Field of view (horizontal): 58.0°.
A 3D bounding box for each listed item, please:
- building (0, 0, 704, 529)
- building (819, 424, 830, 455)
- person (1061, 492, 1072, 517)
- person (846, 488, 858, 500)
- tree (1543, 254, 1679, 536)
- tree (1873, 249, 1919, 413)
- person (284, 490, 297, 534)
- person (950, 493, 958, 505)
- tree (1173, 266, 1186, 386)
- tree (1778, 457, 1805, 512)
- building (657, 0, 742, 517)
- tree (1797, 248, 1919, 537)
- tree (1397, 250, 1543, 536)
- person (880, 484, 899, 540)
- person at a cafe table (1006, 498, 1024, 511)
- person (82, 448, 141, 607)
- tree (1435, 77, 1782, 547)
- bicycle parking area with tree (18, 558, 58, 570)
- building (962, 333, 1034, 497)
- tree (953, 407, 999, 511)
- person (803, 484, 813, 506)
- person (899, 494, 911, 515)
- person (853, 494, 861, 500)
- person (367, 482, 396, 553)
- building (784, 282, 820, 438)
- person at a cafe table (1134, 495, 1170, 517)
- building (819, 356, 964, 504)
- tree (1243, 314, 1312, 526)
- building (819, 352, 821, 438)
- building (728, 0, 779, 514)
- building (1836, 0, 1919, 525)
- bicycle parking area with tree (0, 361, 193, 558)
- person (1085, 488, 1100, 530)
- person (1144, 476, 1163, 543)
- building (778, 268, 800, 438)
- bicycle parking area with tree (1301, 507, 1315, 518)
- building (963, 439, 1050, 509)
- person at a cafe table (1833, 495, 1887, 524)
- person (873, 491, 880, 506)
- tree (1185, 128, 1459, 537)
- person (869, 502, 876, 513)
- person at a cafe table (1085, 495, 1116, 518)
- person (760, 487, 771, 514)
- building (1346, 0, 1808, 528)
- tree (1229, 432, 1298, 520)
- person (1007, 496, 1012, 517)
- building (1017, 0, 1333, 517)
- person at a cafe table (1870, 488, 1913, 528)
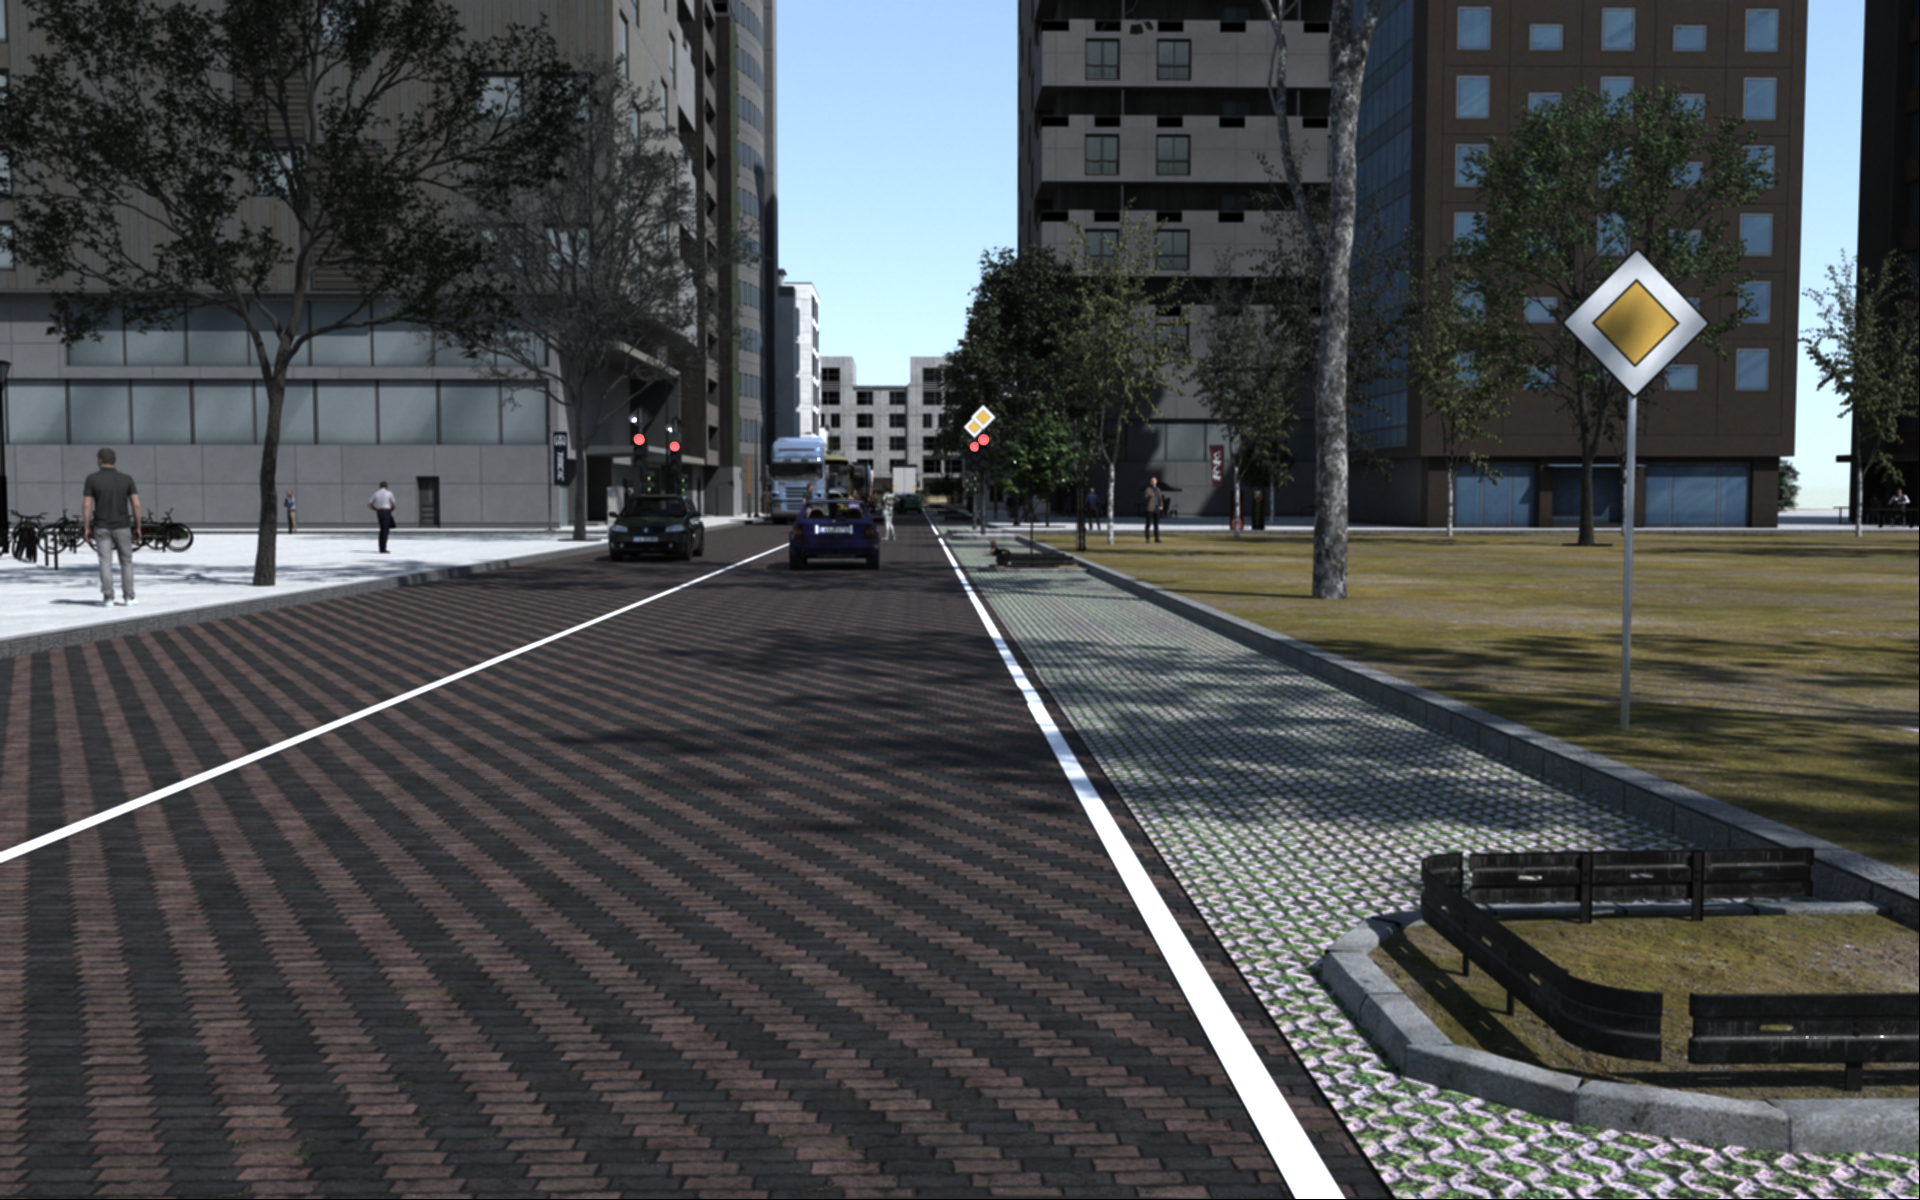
[{"bbox_3d":[-26.274,-29.692,74.705,28.713,52.752,27.495,0,4,-2],"label":"building"},{"bbox_3d":[-29.934,-16.265,208.083,28.070,9.664,9.099,0,4,-2],"label":"building"},{"bbox_3d":[5.875,-5.308,96.070,0.776,1.435,0.726,1,4,21],"label":"person"},{"bbox_3d":[-3.880,-3.243,62.977,0.517,1.644,0.566,3,5,45],"label":"person"},{"bbox_3d":[19.995,-6.245,52.474,4.360,8.622,3.978,0,3,0],"label":"tree"},{"bbox_3d":[24.531,-5.579,41.580,4.360,8.622,3.978,0,3,0],"label":"tree"},{"bbox_3d":[-22.659,-2.938,58.592,0.319,1.574,0.516,-3,5,-41],"label":"person"},{"bbox_3d":[-0.872,-11.793,198.951,1.348,1.812,0.705,-1,4,-15],"label":"person"},{"bbox_3d":[8.276,-6.172,51.274,4.360,8.622,3.978,0,3,0],"label":"tree"},{"bbox_3d":[51.923,-13.791,127.303,13.155,14.587,18.604,-2,4,-28],"label":"tree"},{"bbox_3d":[-19.988,-19.861,96.431,14.160,30.474,14.107,0,4,-2],"label":"building"},{"bbox_3d":[27.306,-6.211,51.905,4.737,8.622,4.395,0,3,0],"label":"tree"},{"bbox_3d":[14.993,-6.230,52.230,4.737,8.622,4.395,0,3,0],"label":"tree"},{"bbox_3d":[-2.242,-2.736,53.964,0.376,1.734,0.841,3,4,38],"label":"person"},{"bbox_3d":[4.275,-7.246,129.341,1.698,1.238,1.726,2,4,33],"label":"person at a cafe table"},{"bbox_3d":[-9.690,-0.834,19.812,0.598,1.807,0.434,-1,4,-23],"label":"person"},{"bbox_3d":[15.673,-7.150,42.655,9.928,11.665,9.643,0,3,0],"label":"tree"},{"bbox_3d":[-19.881,-2.629,29.989,8.231,4.147,9.016,-1,4,-19],"label":"bicycle parking area with tree"},{"bbox_3d":[8.278,-19.688,178.323,16.016,20.091,11.380,0,4,-2],"label":"building"},{"bbox_3d":[1.728,-11.673,141.217,4.360,8.622,3.978,0,3,0],"label":"tree"},{"bbox_3d":[-5.483,-3.329,63.050,0.434,1.807,0.598,2,4,34],"label":"person"},{"bbox_3d":[-3.828,-6.675,120.823,0.799,1.438,0.628,-3,5,-41],"label":"person"},{"bbox_3d":[-2.740,-2.038,45.055,0.421,1.427,0.697,1,4,15],"label":"person"},{"bbox_3d":[-12.625,-1.809,37.832,0.614,1.554,0.590,0,4,7],"label":"person"},{"bbox_3d":[-28.156,-19.618,164.725,27.936,21.610,32.646,0,4,-2],"label":"building"},{"bbox_3d":[10.865,-5.242,96.567,1.726,1.238,1.698,2,4,35],"label":"person at a cafe table"},{"bbox_3d":[-6.636,-22.279,230.722,31.486,18.905,16.747,0,4,-2],"label":"building"},{"bbox_3d":[12.426,-7.295,69.639,4.737,8.622,4.395,0,3,0],"label":"tree"},{"bbox_3d":[-23.014,-20.237,187.291,16.016,20.091,11.380,0,4,-2],"label":"building"},{"bbox_3d":[-24.031,-35.212,117.712,21.231,58.520,28.212,0,4,-2],"label":"building"},{"bbox_3d":[53.679,-25.588,72.990,28.867,44.769,22.147,0,4,-2],"label":"building"},{"bbox_3d":[-22.090,-3.216,39.588,9.016,4.147,8.231,-1,4,-16],"label":"bicycle parking area with tree"},{"bbox_3d":[4.807,-3.261,62.061,0.574,1.496,0.600,1,4,21],"label":"person"},{"bbox_3d":[5.149,-2.388,45.617,0.617,1.759,0.750,-1,4,-15],"label":"person"},{"bbox_3d":[-21.201,-17.526,142.975,16.016,20.091,11.380,0,4,-2],"label":"building"},{"bbox_3d":[22.917,-6.473,92.836,8.231,4.147,9.016,-2,4,-35],"label":"bicycle parking area with tree"},{"bbox_3d":[5.215,-15.664,198.257,9.099,9.664,28.070,0,4,-2],"label":"building"},{"bbox_3d":[38.386,-3.834,73.544,1.698,1.238,1.726,-2,4,-33],"label":"person at a cafe table"},{"bbox_3d":[-9.839,-11.888,203.590,0.721,1.743,1.217,3,4,38],"label":"person"},{"bbox_3d":[7.546,-5.174,34.965,4.360,8.622,3.978,0,3,0],"label":"tree"},{"bbox_3d":[-6.833,-7.196,134.441,0.655,0.850,0.859,1,4,17],"label":"person"},{"bbox_3d":[7.634,-5.096,94.188,1.726,1.238,1.698,3,4,37],"label":"person at a cafe table"},{"bbox_3d":[-12.310,-6.303,109.644,0.434,1.755,0.990,3,5,41],"label":"person"},{"bbox_3d":[24.193,-25.730,70.789,14.200,45.320,14.600,0,4,-2],"label":"building"},{"bbox_3d":[15.191,-6.296,86.660,4.285,4.588,4.351,0,3,0],"label":"tree"},{"bbox_3d":[2.845,-5.401,97.576,0.421,1.427,0.697,1,4,14],"label":"person"},{"bbox_3d":[17.821,-31.871,110.332,28.713,52.752,27.495,0,4,-2],"label":"building"},{"bbox_3d":[35.608,-3.503,65.784,1.698,1.524,1.622,2,4,33],"label":"person at a cafe table"}]
